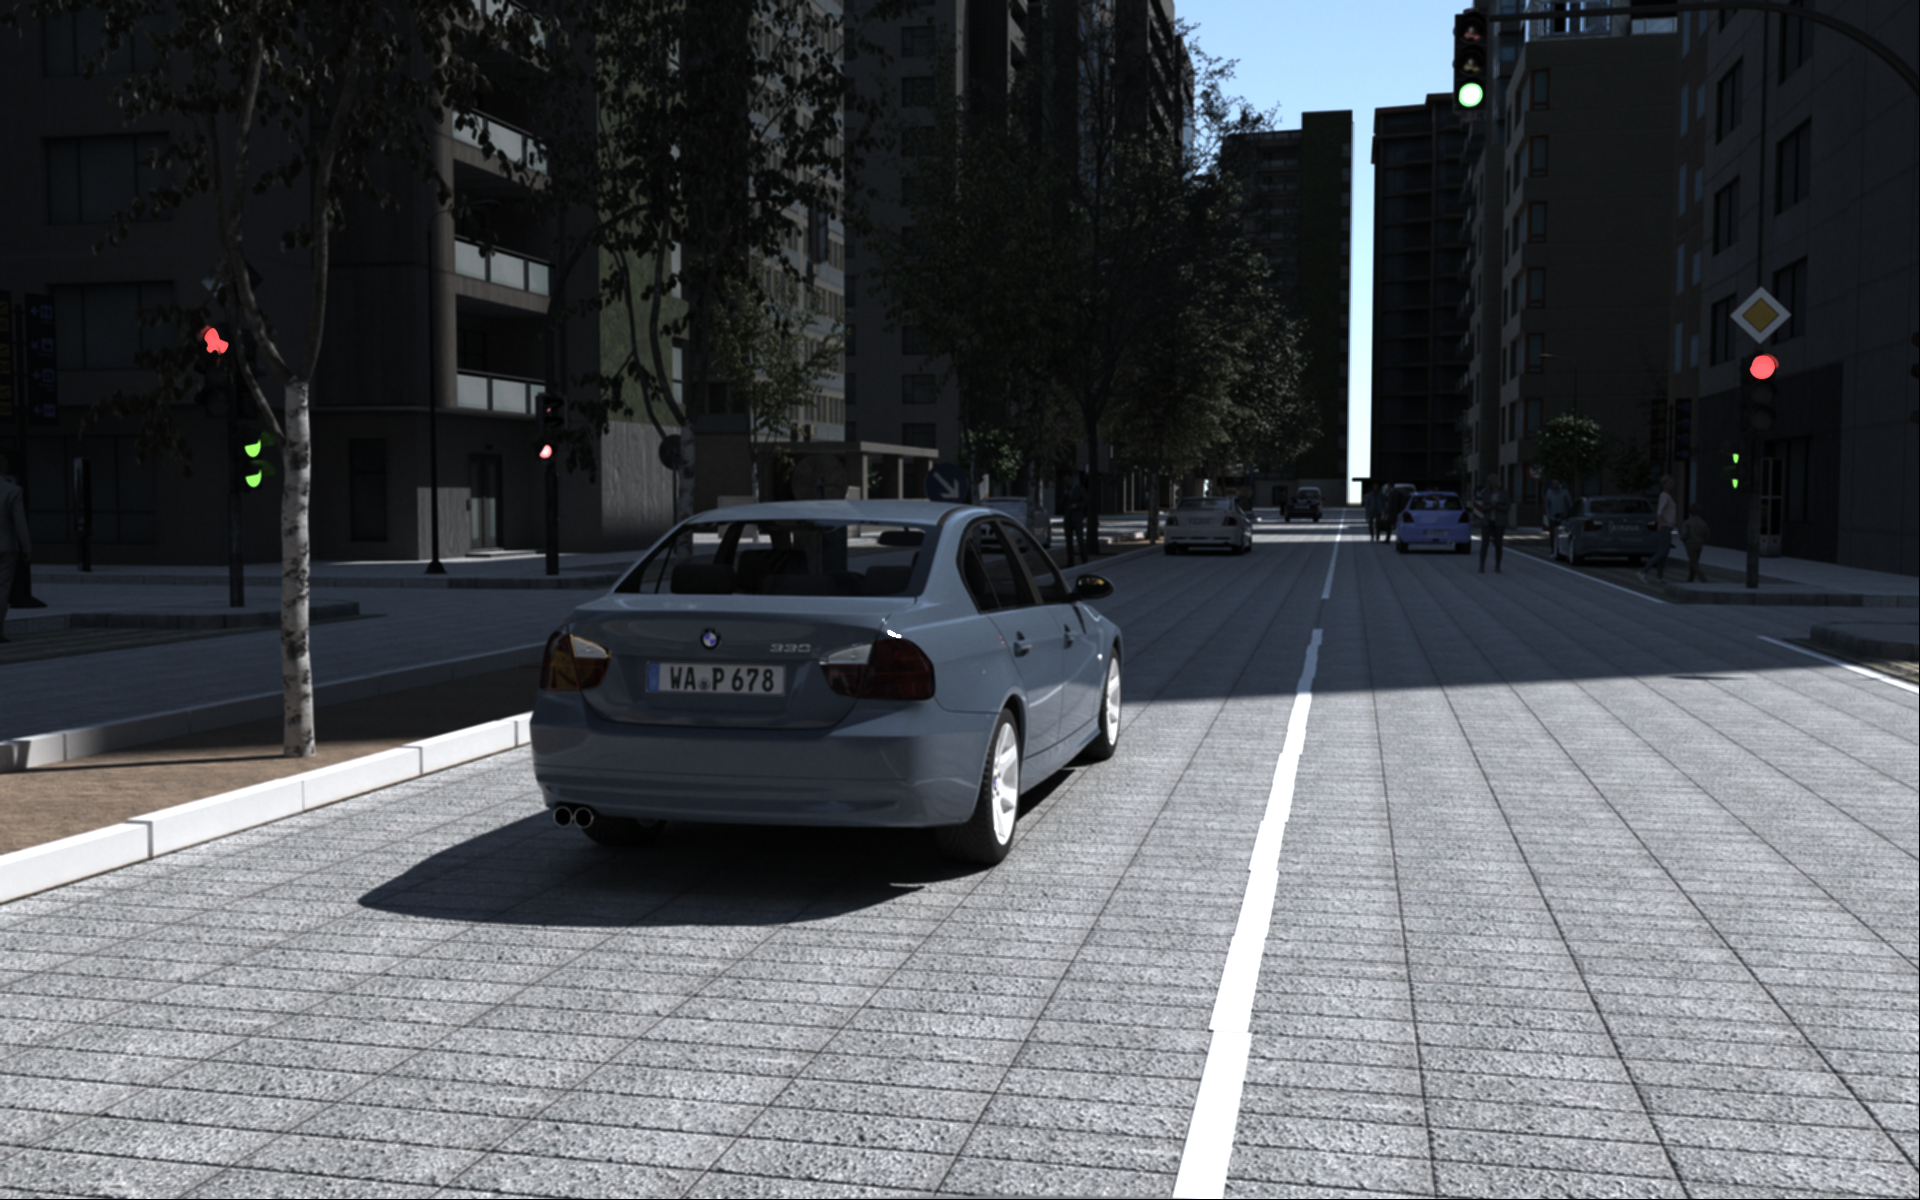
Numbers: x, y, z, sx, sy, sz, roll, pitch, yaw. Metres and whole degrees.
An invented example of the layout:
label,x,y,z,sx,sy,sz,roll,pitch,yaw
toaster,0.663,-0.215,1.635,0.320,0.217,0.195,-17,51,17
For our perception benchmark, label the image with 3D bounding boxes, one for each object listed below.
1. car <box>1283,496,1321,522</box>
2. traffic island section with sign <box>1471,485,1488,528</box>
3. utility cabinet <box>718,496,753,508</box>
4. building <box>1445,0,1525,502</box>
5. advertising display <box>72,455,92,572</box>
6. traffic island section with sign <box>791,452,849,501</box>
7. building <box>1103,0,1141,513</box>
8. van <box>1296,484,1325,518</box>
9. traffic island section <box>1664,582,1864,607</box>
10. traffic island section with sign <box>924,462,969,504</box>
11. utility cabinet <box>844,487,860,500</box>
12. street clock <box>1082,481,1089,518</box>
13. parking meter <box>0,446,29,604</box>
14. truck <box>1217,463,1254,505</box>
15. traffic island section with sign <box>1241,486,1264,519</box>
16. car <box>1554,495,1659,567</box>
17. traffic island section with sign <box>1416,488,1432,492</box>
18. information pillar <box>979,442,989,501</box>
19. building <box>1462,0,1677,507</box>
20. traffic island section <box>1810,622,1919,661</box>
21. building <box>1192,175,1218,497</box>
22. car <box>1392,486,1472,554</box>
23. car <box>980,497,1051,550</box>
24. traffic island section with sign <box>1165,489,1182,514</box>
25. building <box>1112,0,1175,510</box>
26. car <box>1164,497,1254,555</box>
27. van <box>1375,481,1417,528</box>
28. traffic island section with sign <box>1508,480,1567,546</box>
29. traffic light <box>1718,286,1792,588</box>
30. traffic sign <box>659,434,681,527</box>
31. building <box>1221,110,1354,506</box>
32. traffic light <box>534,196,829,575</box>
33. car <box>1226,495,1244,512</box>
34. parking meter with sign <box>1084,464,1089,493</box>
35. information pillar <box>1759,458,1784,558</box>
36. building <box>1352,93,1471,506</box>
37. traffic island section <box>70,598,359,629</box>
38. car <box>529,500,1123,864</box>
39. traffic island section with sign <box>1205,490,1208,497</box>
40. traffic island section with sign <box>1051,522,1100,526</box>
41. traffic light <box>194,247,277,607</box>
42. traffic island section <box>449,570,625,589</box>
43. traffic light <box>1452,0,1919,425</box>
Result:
label,x,y,z,sx,sy,sz,roll,pitch,yaw
car,17.818,-4.754,90.307,1.945,1.354,3.894,1,4,11
traffic island section with sign,22.236,-4.028,74.483,1.989,1.847,2.006,1,4,13
utility cabinet,-6.485,-2.386,50.168,1.020,1.237,0.306,-1,4,-22
building,55.544,-32.520,151.314,23.786,49.044,30.456,1,4,13
advertising display,-14.554,-1.438,28.731,0.123,1.923,0.974,-3,4,-36
traffic island section with sign,-1.683,-0.633,18.478,2.006,1.907,1.989,1,4,13
building,2.742,-42.106,126.686,20.563,71.187,20.611,1,4,13
van,21.086,-5.983,104.837,2.013,2.044,4.112,1,4,11
traffic island section,10.824,-0.082,23.622,2.009,0.180,2.903,1,4,13
traffic island section with sign,-0.054,-1.075,25.705,2.006,1.907,1.989,1,4,13
utility cabinet,-3.219,-2.541,50.218,0.318,1.500,1.173,1,4,17
street clock,6.915,-5.509,94.645,0.471,2.002,0.358,-2,4,-31
parking meter,-11.115,-0.889,20.246,0.399,1.863,0.255,-3,4,-37
truck,23.455,-9.713,147.715,2.839,4.237,11.283,1,4,14
traffic island section with sign,16.370,-5.559,99.033,2.006,1.907,1.989,1,4,13
car,13.235,-1.428,35.357,2.014,1.417,4.499,1,4,13
traffic island section with sign,33.096,-6.990,122.920,1.989,1.847,2.006,1,4,13
information pillar,0.988,-4.962,72.484,0.183,3.616,0.504,-3,5,-44
building,48.080,-49.373,119.912,22.319,86.520,31.000,1,4,13
traffic island section,9.078,0.395,15.830,2.009,0.180,2.903,1,4,13
building,18.858,-31.187,201.786,23.993,40.220,32.217,1,4,13
car,11.645,-2.024,42.686,1.945,1.707,3.694,1,4,12
car,1.148,-1.910,43.589,2.083,1.381,4.827,1,4,12
traffic island section with sign,16.103,-7.225,126.758,1.989,1.847,2.006,1,4,13
building,6.566,-32.105,148.619,21.300,48.544,21.600,1,4,13
car,6.055,-1.816,42.053,2.083,1.381,4.827,1,4,13
van,18.019,-3.938,71.406,2.013,2.044,4.112,1,4,11
traffic island section with sign,16.335,-2.419,48.179,1.989,1.847,2.006,1,4,13
traffic light,10.787,-2.116,23.517,0.839,4.253,0.868,1,4,13
traffic sign,-6.079,-2.251,36.917,0.768,2.556,0.104,1,4,16
building,35.519,-30.914,189.042,14.086,41.232,14.154,1,4,13
traffic light,-4.391,-3.196,26.927,4.771,5.953,1.251,1,4,13
car,20.229,-7.146,129.422,1.945,1.354,3.894,1,4,14
parking meter with sign,7.521,-6.307,99.375,0.543,3.016,1.738,0,4,-4
information pillar,16.390,-1.865,34.992,0.304,2.012,0.304,-1,4,-11
building,57.607,-32.621,187.973,28.867,44.769,22.147,1,4,13
traffic island section,-8.234,0.158,19.700,2.009,0.180,2.903,1,4,13
car,-0.352,0.237,8.135,2.014,1.417,4.499,1,4,14
traffic island section with sign,22.010,-8.838,153.124,1.989,1.847,2.006,1,4,13
traffic island section with sign,5.275,-4.270,78.448,1.989,1.847,2.006,1,4,13
traffic light,-8.198,-1.874,19.557,0.839,4.253,0.868,1,4,13
traffic island section,-6.488,-0.319,27.493,2.009,0.180,2.903,1,4,13
traffic light,6.980,-2.530,16.041,4.771,5.953,1.251,1,4,13
